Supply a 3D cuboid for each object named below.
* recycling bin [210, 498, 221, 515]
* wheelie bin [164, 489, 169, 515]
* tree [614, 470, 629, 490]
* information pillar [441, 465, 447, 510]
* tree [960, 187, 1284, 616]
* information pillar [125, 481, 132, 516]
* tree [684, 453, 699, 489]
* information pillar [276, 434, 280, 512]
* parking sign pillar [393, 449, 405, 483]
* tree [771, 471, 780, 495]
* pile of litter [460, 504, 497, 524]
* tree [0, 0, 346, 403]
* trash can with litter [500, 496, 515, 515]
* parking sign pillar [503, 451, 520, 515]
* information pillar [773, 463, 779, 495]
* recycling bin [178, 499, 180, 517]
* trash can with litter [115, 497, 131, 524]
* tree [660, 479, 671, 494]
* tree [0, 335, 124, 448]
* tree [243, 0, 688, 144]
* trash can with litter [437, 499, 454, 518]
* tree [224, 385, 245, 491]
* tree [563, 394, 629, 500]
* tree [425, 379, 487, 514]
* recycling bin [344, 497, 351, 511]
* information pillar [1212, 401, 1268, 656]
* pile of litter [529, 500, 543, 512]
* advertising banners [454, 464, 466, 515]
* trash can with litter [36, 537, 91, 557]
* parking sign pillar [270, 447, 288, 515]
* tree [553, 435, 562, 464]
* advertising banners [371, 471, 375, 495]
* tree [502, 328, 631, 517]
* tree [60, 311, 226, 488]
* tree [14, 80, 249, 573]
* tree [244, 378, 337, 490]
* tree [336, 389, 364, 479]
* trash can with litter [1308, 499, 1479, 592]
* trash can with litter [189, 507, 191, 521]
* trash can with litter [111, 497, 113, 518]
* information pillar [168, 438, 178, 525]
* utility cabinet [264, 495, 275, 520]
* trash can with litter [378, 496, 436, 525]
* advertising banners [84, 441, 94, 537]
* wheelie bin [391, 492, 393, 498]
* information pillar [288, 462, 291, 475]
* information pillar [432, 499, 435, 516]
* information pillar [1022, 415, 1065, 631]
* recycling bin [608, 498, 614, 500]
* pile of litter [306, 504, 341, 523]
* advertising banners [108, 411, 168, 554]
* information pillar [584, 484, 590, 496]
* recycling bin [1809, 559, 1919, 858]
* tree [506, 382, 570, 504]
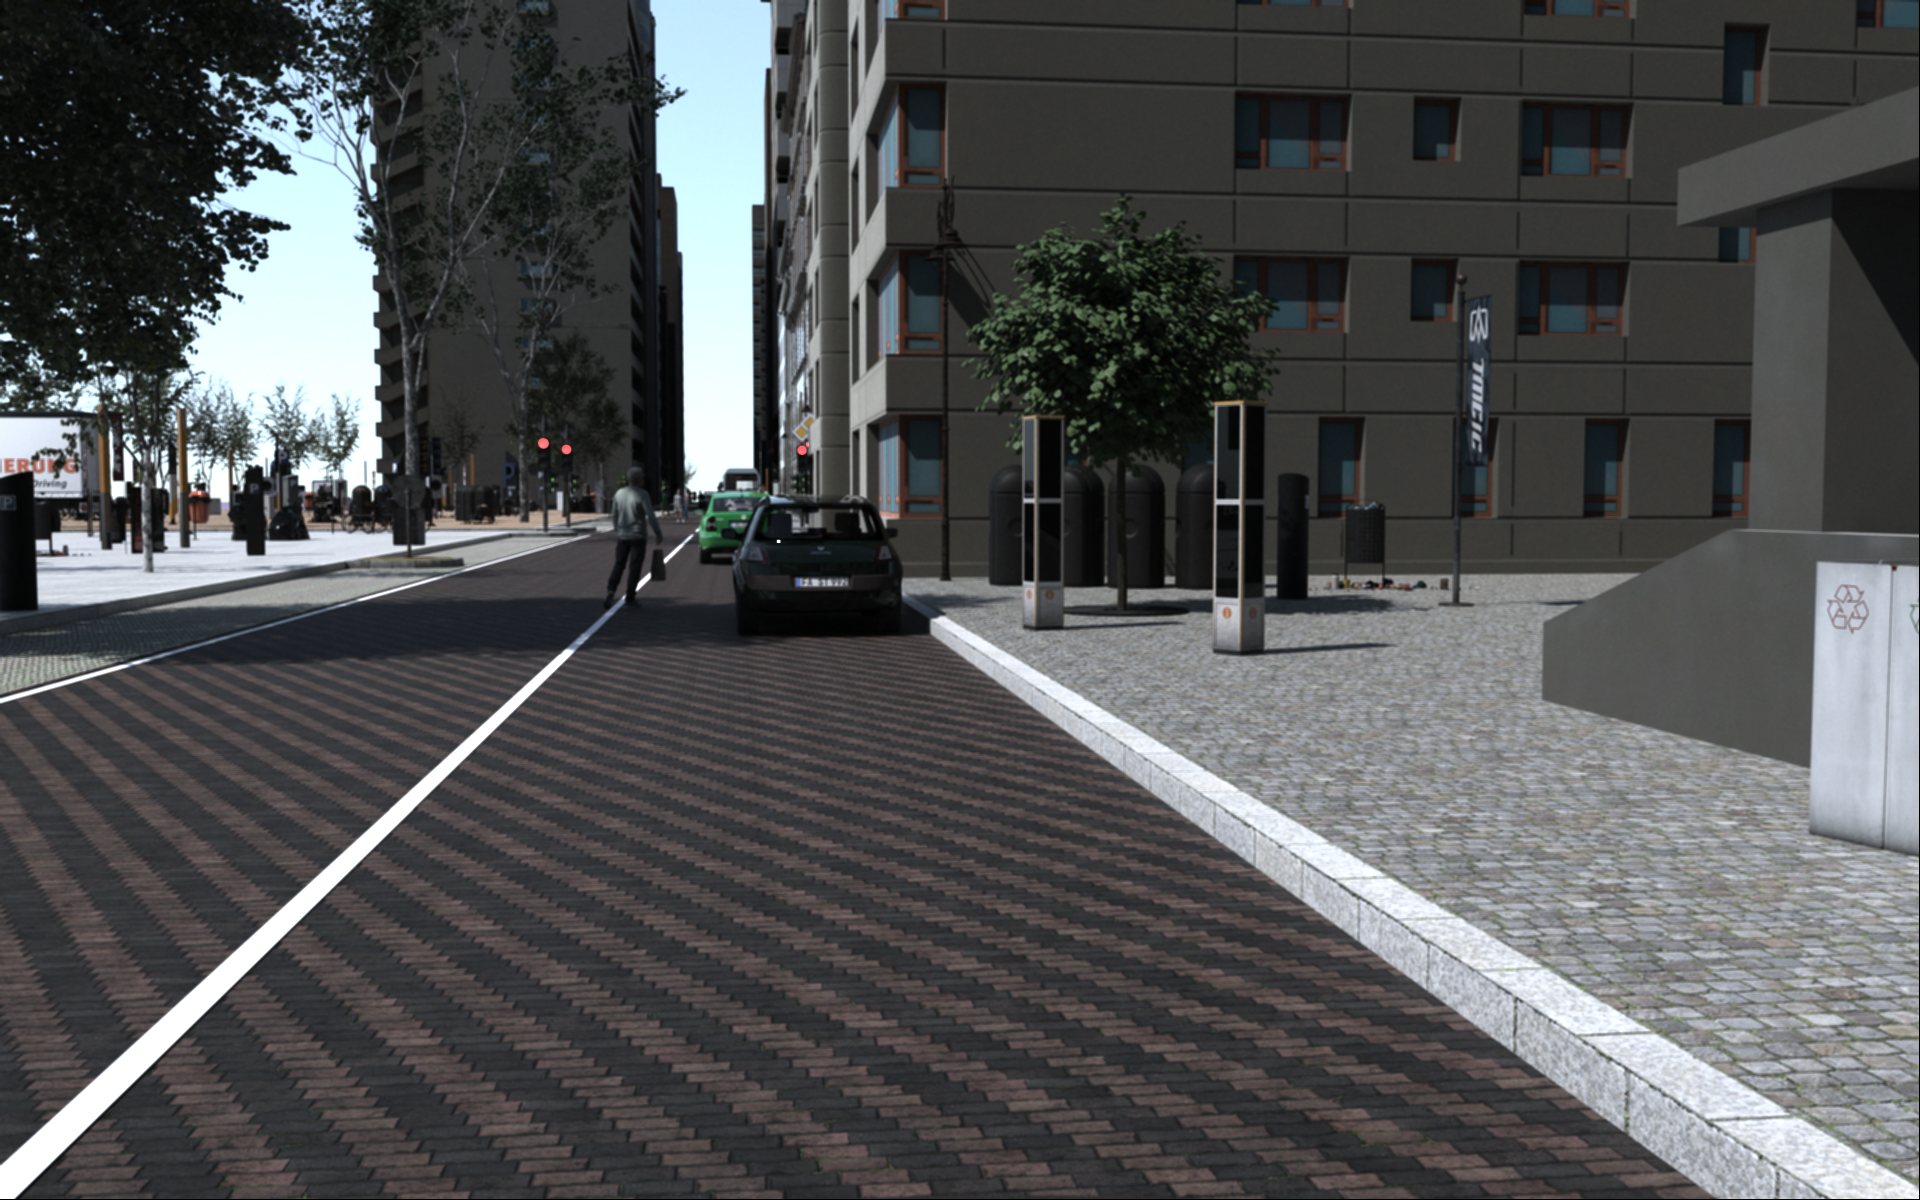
[{"bbox_3d":[-46.424,-5.817,107.669,0.722,1.027,0.722,-3,5,-40],"label":"recycling bin"},{"bbox_3d":[-48.974,-6.029,106.475,0.693,1.594,0.980,2,4,35],"label":"wheelie bin"},{"bbox_3d":[-27.297,-8.910,140.286,1.663,3.219,1.824,0,3,0],"label":"tree"},{"bbox_3d":[-41.280,-9.005,138.591,0.504,3.616,0.183,-1,4,-20],"label":"information pillar"},{"bbox_3d":[1.734,-2.145,18.791,4.285,4.588,4.351,0,3,0],"label":"tree"},{"bbox_3d":[-47.749,-5.813,99.538,0.304,2.012,0.304,-2,4,-34],"label":"information pillar"},{"bbox_3d":[-47.368,-21.234,297.532,4.360,8.622,3.978,0,3,0],"label":"tree"},{"bbox_3d":[-26.446,-4.636,67.153,0.183,3.616,0.504,-1,4,-18],"label":"information pillar"},{"bbox_3d":[-33.131,-6.964,102.332,1.447,3.967,1.447,0,4,-5],"label":"parking sign pillar"},{"bbox_3d":[-15.107,-9.176,144.632,1.663,3.219,1.824,0,3,0],"label":"tree"},{"bbox_3d":[-20.436,-3.668,73.942,1.719,0.858,1.176,1,4,16],"label":"pile of litter"},{"bbox_3d":[-10.522,-6.684,15.938,9.857,13.997,8.962,0,3,0],"label":"tree"},{"bbox_3d":[-27.397,-5.684,104.313,0.624,1.170,1.055,3,4,37],"label":"trash can with litter"},{"bbox_3d":[-27.785,-7.280,107.504,1.447,3.967,1.447,2,4,34],"label":"parking sign pillar"},{"bbox_3d":[-13.713,-8.418,128.993,0.504,3.616,0.183,2,4,26],"label":"information pillar"},{"bbox_3d":[-44.107,-5.278,98.853,0.722,1.027,0.722,1,4,14],"label":"recycling bin"},{"bbox_3d":[-36.337,-3.919,75.467,1.055,1.170,0.624,3,5,41],"label":"trash can with litter"},{"bbox_3d":[-36.687,-13.467,214.792,1.663,3.219,1.824,0,3,0],"label":"tree"},{"bbox_3d":[-40.190,-7.689,76.077,4.737,8.622,4.395,0,3,0],"label":"tree"},{"bbox_3d":[-14.622,-11.810,48.978,12.611,20.169,13.585,0,3,0],"label":"tree"},{"bbox_3d":[-27.784,-5.039,93.439,1.678,1.210,2.233,1,4,23],"label":"trash can with litter"},{"bbox_3d":[-48.754,-10.177,116.748,4.737,8.622,4.395,0,3,0],"label":"tree"},{"bbox_3d":[-25.442,-10.535,122.615,4.360,8.622,3.978,0,3,0],"label":"tree"},{"bbox_3d":[-32.451,-9.837,111.190,4.360,8.622,3.978,0,3,0],"label":"tree"},{"bbox_3d":[-48.033,-7.512,135.371,0.722,1.027,0.722,-3,4,-38],"label":"recycling bin"},{"bbox_3d":[2.236,-0.572,13.849,0.304,2.012,0.304,-3,5,-41],"label":"information pillar"},{"bbox_3d":[-30.733,-6.824,125.542,1.176,0.858,1.719,0,4,1],"label":"pile of litter"},{"bbox_3d":[-29.302,-6.446,101.583,0.090,3.025,2.074,-2,4,-35],"label":"advertising banners"},{"bbox_3d":[-19.362,-1.510,35.749,2.233,1.210,1.678,0,4,0],"label":"trash can with litter"},{"bbox_3d":[-38.559,-6.702,98.045,1.447,3.967,1.447,0,4,4],"label":"parking sign pillar"},{"bbox_3d":[-29.407,-11.255,134.375,4.360,8.622,3.978,0,3,0],"label":"tree"},{"bbox_3d":[-44.673,-8.251,131.087,0.090,3.025,2.074,-3,5,-41],"label":"advertising banners"},{"bbox_3d":[-21.717,-9.894,96.174,7.601,10.594,8.767,-3,5,-42],"label":"tree"},{"bbox_3d":[-31.439,-7.127,66.890,4.737,8.622,4.395,0,3,0],"label":"tree"},{"bbox_3d":[-13.485,-4.767,28.302,4.360,8.622,3.978,0,3,0],"label":"tree"},{"bbox_3d":[-42.649,-9.794,110.493,4.737,8.622,4.395,0,3,0],"label":"tree"},{"bbox_3d":[-43.527,-10.442,121.082,4.737,8.622,4.395,0,3,0],"label":"tree"},{"bbox_3d":[5.863,-0.752,23.357,2.233,1.210,1.678,1,4,13],"label":"trash can with litter"},{"bbox_3d":[-36.640,-4.362,82.702,1.055,1.170,0.624,-1,4,-11],"label":"trash can with litter"},{"bbox_3d":[-49.375,-5.386,99.125,1.678,1.210,2.233,0,4,2],"label":"trash can with litter"},{"bbox_3d":[-33.081,-4.981,72.792,0.183,3.616,0.504,1,4,9],"label":"information pillar"},{"bbox_3d":[-34.765,-4.631,86.882,1.020,1.237,0.306,3,5,40],"label":"utility cabinet"},{"bbox_3d":[-23.308,-3.747,72.324,2.233,1.210,1.678,-2,4,-32],"label":"trash can with litter"},{"bbox_3d":[-26.238,-3.421,52.125,0.090,3.025,2.074,-1,4,-22],"label":"advertising banners"},{"bbox_3d":[-45.346,-7.911,137.249,0.980,1.594,0.693,3,5,43],"label":"wheelie bin"},{"bbox_3d":[-48.938,-8.246,126.180,0.183,3.616,0.504,3,5,41],"label":"information pillar"},{"bbox_3d":[-30.616,-5.869,100.448,0.304,2.012,0.304,-2,4,-25],"label":"information pillar"},{"bbox_3d":[0.787,-0.726,16.357,0.304,2.012,0.304,-1,4,-23],"label":"information pillar"},{"bbox_3d":[-26.060,-7.198,130.247,0.722,1.027,0.722,-1,4,-13],"label":"recycling bin"},{"bbox_3d":[-28.524,-3.873,77.289,1.719,0.858,1.176,1,4,22],"label":"pile of litter"},{"bbox_3d":[-17.796,-2.525,37.479,0.090,3.025,2.074,0,4,6],"label":"advertising banners"},{"bbox_3d":[-27.636,-7.571,128.277,0.304,2.012,0.304,3,5,40],"label":"information pillar"},{"bbox_3d":[3.664,0.380,6.347,0.722,1.027,0.722,-1,4,-23],"label":"recycling bin"},{"bbox_3d":[-26.940,-9.880,111.902,4.737,8.622,4.395,0,3,0],"label":"tree"}]
